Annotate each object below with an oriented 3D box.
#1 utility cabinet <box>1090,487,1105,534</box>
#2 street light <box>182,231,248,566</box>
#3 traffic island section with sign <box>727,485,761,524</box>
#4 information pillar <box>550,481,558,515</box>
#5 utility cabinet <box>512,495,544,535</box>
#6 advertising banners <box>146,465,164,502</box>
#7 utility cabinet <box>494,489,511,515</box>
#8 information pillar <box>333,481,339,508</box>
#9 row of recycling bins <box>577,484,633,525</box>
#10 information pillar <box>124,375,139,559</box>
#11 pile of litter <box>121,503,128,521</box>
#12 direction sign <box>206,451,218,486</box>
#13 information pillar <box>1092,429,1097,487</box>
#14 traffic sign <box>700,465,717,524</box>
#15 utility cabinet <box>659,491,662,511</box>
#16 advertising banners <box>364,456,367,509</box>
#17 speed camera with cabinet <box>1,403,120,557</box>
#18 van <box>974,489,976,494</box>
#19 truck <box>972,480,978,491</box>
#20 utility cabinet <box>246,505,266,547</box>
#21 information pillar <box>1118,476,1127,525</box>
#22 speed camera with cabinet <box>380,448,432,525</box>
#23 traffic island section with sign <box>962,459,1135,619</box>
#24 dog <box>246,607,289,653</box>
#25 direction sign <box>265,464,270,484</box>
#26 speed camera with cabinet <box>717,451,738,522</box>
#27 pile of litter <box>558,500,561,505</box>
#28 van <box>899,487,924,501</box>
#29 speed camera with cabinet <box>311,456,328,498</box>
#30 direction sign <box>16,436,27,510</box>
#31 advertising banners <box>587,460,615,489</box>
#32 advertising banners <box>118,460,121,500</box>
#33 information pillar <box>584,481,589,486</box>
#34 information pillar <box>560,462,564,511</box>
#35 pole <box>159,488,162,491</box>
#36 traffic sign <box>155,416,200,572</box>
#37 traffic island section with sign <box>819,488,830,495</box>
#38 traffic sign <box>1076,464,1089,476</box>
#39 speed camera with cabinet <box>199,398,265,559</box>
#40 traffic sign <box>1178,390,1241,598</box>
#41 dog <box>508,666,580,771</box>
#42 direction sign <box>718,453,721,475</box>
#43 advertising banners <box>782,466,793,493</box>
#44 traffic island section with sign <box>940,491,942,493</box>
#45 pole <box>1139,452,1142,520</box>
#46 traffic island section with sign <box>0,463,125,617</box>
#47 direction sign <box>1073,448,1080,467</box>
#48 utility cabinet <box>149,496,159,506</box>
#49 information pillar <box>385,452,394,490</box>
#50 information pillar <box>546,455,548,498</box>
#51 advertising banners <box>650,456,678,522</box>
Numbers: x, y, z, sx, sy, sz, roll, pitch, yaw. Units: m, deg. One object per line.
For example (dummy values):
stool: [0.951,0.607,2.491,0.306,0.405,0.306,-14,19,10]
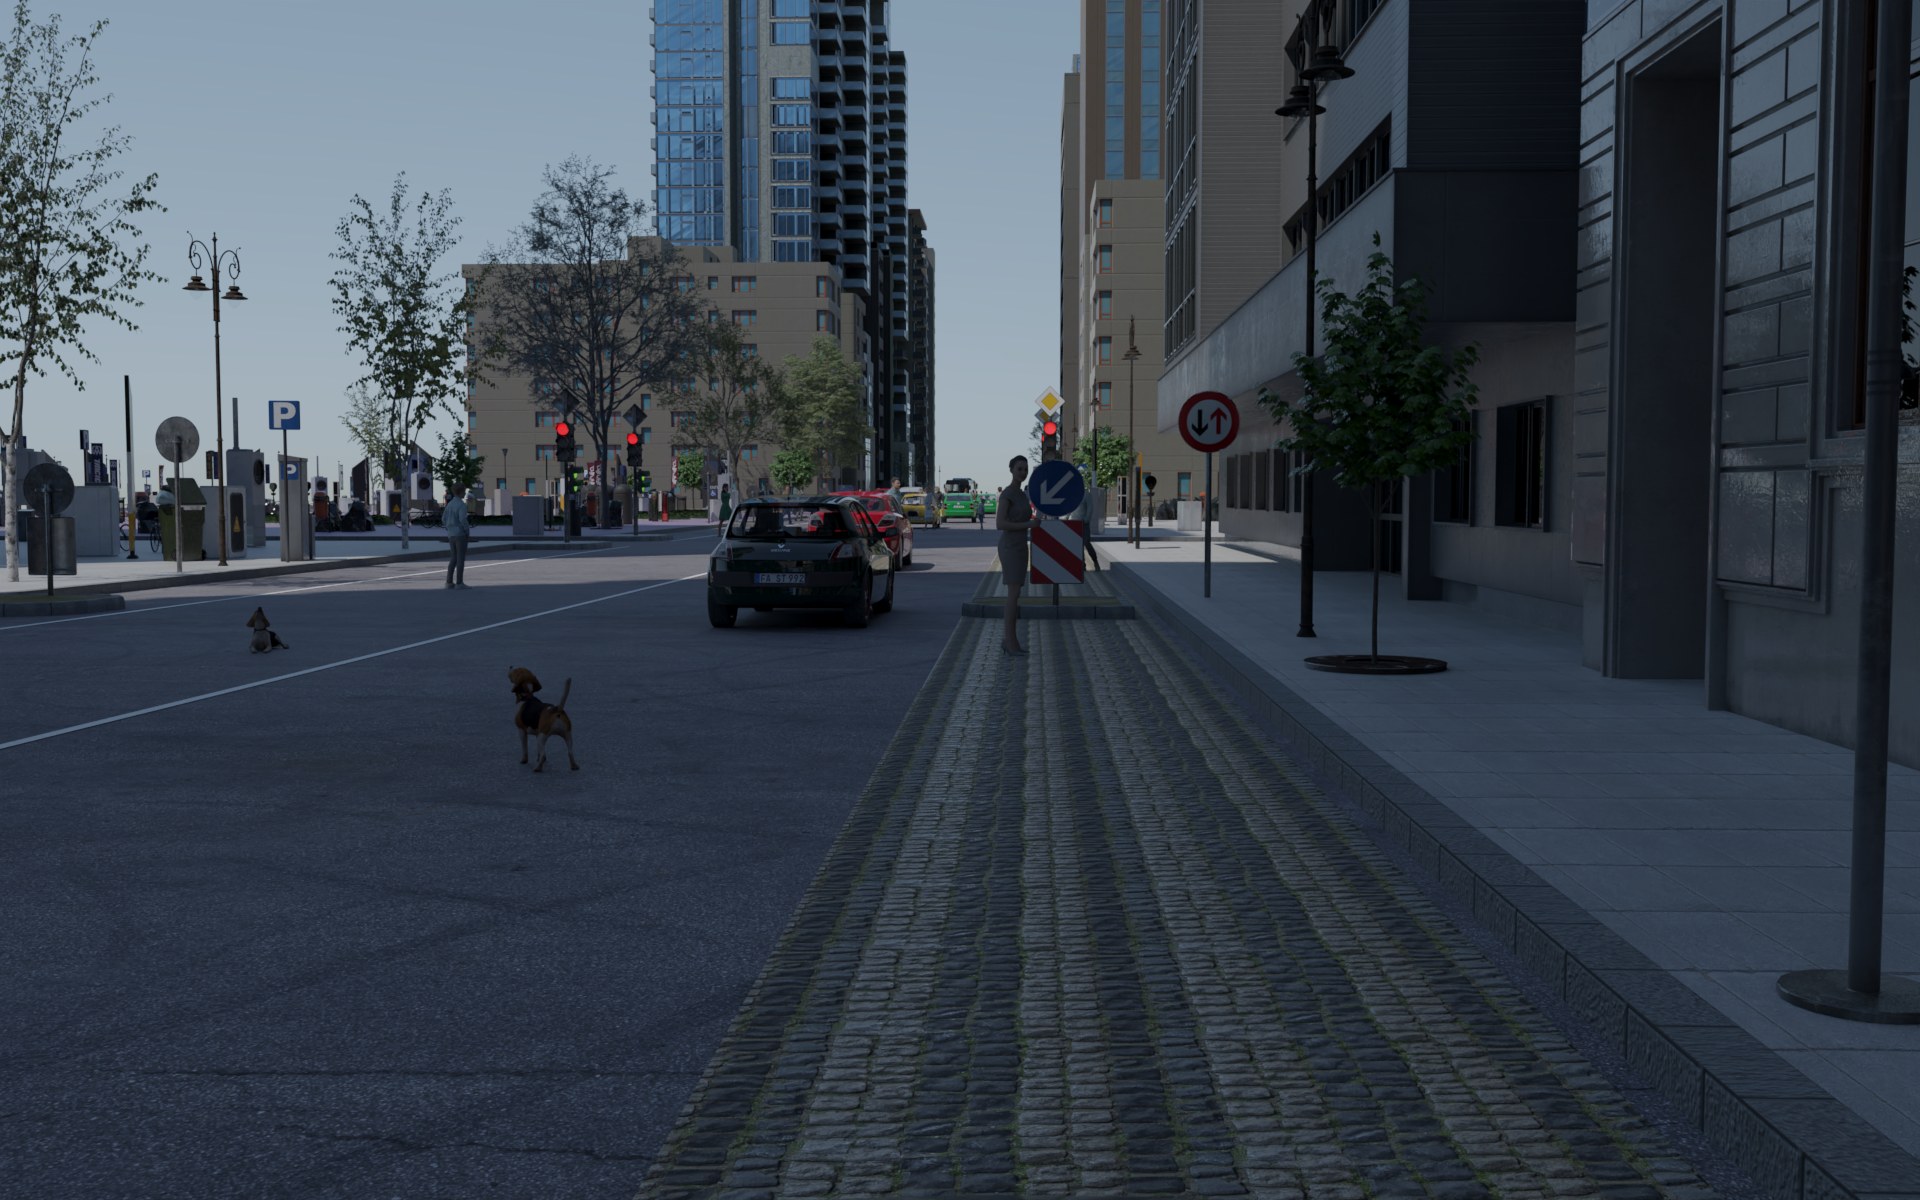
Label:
utility cabinet: [4.368,-2.831,54.963,0.318,1.500,1.173,1,4,14]
street light: [-13.135,-3.542,30.694,0.468,5.910,1.993,0,4,2]
traffic island section with sign: [-9.160,-4.163,76.686,1.989,1.847,2.006,0,4,2]
information pillar: [-22.265,-5.541,95.082,0.304,2.012,0.304,1,4,23]
utility cabinet: [-13.567,-2.646,54.425,1.020,1.237,0.306,2,4,24]
advertising banners: [-48.132,-6.563,103.492,0.090,3.025,2.074,1,4,9]
utility cabinet: [-20.456,-4.207,77.470,0.318,1.500,1.173,1,4,8]
information pillar: [-36.352,-5.898,100.924,0.304,2.012,0.304,-1,4,-12]
row of recycling bins: [-15.274,-4.056,73.432,3.534,1.692,1.069,2,4,34]
information pillar: [-16.453,-2.630,34.351,0.183,3.616,0.504,-1,4,-19]
pile of litter: [-39.863,-4.133,81.537,1.176,0.858,1.719,2,4,26]
direction sign: [-39.681,-6.114,91.957,0.379,3.537,0.876,1,4,19]
information pillar: [4.849,-4.352,62.506,0.183,3.616,0.504,0,4,-8]
traffic sign: [-10.895,-4.584,75.058,0.768,2.556,0.104,0,4,7]
utility cabinet: [-20.789,-6.928,121.947,0.318,1.500,1.173,-2,4,-34]
advertising banners: [-27.277,-5.093,79.454,0.090,3.025,2.074,-1,4,-16]
speed camera with cabinet: [-18.352,-2.509,35.356,2.038,3.252,0.660,-1,4,-12]
van: [1.074,-13.382,223.181,2.240,2.365,5.245,0,4,3]
truck: [0.855,-15.017,241.459,3.469,3.379,9.791,0,4,2]
utility cabinet: [-17.229,-2.037,41.984,0.318,1.500,1.173,-3,5,-43]
information pillar: [6.781,-4.147,72.292,0.304,2.012,0.304,-1,4,-21]
speed camera with cabinet: [-23.465,-4.834,73.367,2.038,3.252,0.660,-3,5,-42]
traffic island section with sign: [1.031,-0.734,20.629,1.989,1.847,2.006,0,4,2]
dog: [-6.332,0.260,15.948,0.550,0.427,0.748,2,4,29]
direction sign: [-52.375,-8.465,130.402,0.876,3.537,0.379,-3,5,-44]
speed camera with cabinet: [-10.657,-5.211,79.528,0.660,3.252,2.038,0,4,4]
pile of litter: [-27.300,-6.352,117.824,1.719,0.858,1.176,0,4,4]
van: [-2.920,-5.747,100.969,2.013,2.044,4.112,0,4,3]
speed camera with cabinet: [-33.625,-5.795,89.076,2.038,3.252,0.660,-3,5,-42]
direction sign: [-36.388,-4.582,66.905,0.379,3.537,0.876,1,4,20]
advertising banners: [-19.562,-6.075,95.510,2.074,3.025,0.090,0,4,6]
advertising banners: [-42.402,-5.567,87.207,0.090,3.025,2.074,-1,4,-17]
information pillar: [-20.764,-5.631,96.562,0.304,2.012,0.304,1,4,15]
information pillar: [-21.043,-6.162,92.099,0.504,3.616,0.183,2,4,35]
pole: [-60.237,-8.359,130.509,0.158,3.312,0.155,0,3,0]
traffic sign: [-12.801,-1.726,28.331,0.768,2.556,0.104,0,4,6]
traffic island section with sign: [-8.071,-5.810,103.619,1.989,1.847,2.006,0,4,2]
traffic sign: [5.202,-4.503,73.730,0.768,2.556,0.104,0,4,4]
speed camera with cabinet: [-14.651,-2.481,34.898,0.660,3.252,2.038,0,4,-1]
traffic sign: [3.071,-1.304,21.420,0.768,2.556,0.104,0,4,5]
dog: [-2.203,0.623,9.098,0.540,0.507,0.406,1,4,13]
direction sign: [-13.420,-6.393,96.528,0.379,3.537,0.876,0,4,0]
advertising banners: [-10.808,-6.867,108.461,0.090,3.025,2.074,1,4,13]
traffic island section with sign: [-1.604,-15.570,263.191,1.989,1.847,2.006,0,4,2]
pole: [8.856,-5.574,84.970,0.158,3.312,0.155,0,3,0]
traffic island section with sign: [-11.426,-0.765,21.142,1.989,1.847,2.006,0,4,2]
direction sign: [5.984,-5.729,85.668,0.876,3.537,0.379,-1,4,-20]
utility cabinet: [-32.565,-3.635,70.597,1.020,1.237,0.306,2,4,30]
information pillar: [-29.992,-6.102,91.116,0.504,3.616,0.183,1,4,8]
information pillar: [-24.648,-6.851,103.375,0.183,3.616,0.504,-1,4,-10]
advertising banners: [-13.683,-5.138,80.198,2.074,3.025,0.090,3,5,42]
